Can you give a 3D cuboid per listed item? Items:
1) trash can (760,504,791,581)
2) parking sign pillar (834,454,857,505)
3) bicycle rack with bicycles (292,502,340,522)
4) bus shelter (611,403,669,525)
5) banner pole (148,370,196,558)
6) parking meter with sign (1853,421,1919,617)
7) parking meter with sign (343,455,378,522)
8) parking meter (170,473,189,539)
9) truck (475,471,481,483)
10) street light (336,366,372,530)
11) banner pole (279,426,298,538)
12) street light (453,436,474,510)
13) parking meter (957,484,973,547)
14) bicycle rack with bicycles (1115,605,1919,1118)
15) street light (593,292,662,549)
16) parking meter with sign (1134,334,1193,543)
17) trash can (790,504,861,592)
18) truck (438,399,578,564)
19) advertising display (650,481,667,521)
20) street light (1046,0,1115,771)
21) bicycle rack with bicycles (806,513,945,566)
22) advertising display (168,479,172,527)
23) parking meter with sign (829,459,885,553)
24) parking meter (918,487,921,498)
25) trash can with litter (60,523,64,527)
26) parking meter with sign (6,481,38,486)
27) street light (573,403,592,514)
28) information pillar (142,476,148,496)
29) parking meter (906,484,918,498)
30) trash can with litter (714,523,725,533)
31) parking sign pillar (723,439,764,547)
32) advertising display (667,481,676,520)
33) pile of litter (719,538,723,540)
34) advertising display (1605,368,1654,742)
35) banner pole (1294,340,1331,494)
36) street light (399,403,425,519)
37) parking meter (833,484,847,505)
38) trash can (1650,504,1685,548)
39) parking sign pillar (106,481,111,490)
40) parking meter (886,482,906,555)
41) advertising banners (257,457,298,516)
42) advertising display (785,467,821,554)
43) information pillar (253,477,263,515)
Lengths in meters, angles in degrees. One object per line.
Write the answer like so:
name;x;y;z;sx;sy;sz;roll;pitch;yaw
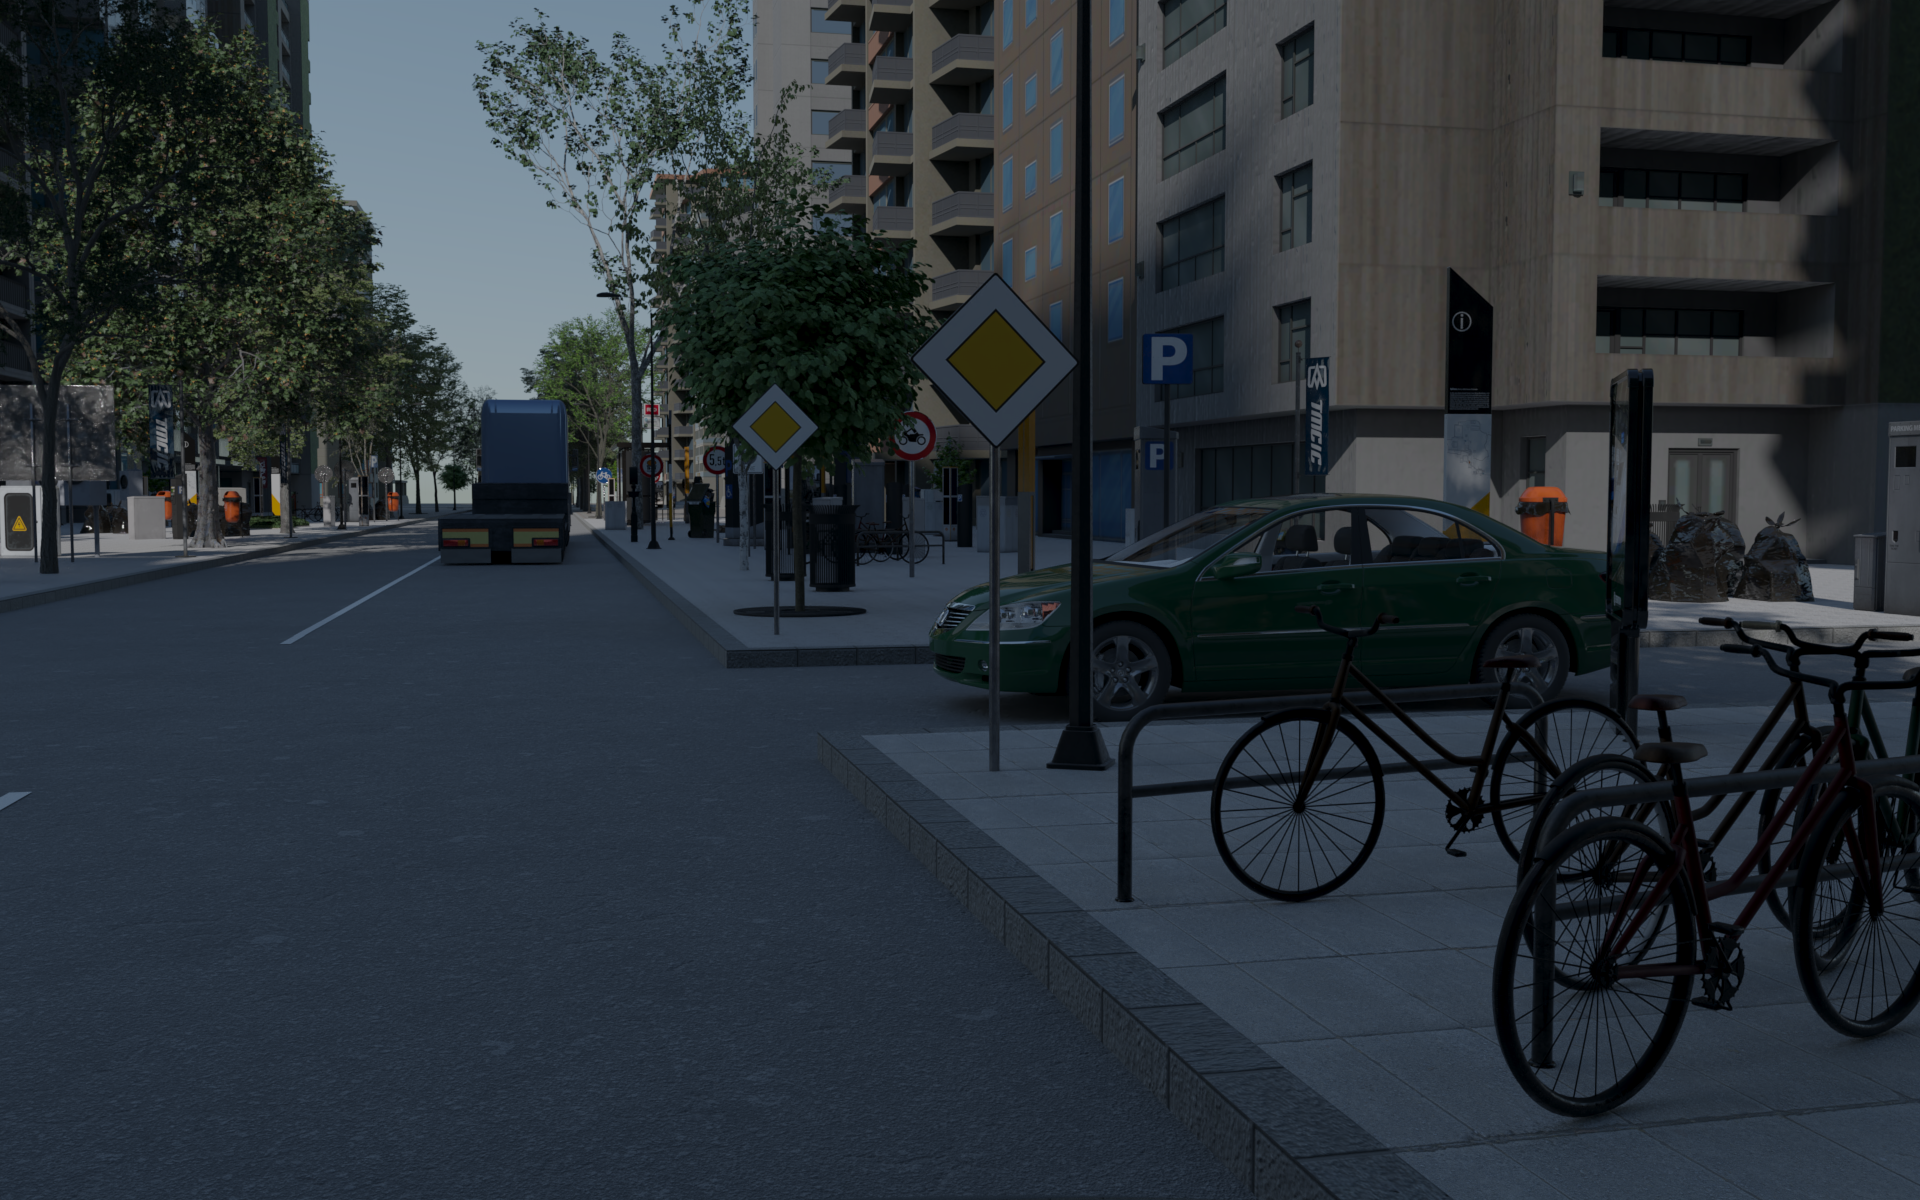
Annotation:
trash can;-2.583;-0.858;25.686;0.748;1.137;0.748;0;3;0
parking sign pillar;-3.608;-4.112;55.708;1.447;3.967;1.447;1;4;20
bicycle rack with bicycles;-29.470;-4.113;80.631;2.925;0.926;2.852;-1;4;-15
bus shelter;-13.734;-5.896;74.036;2.179;5.291;8.768;-1;4;-13
banner pole;-15.895;-2.745;34.895;0.863;3.779;0.401;-3;5;-40
parking meter with sign;10.211;-1.346;18.274;0.543;3.016;1.738;-1;4;-13
parking meter with sign;-27.312;-5.034;78.563;1.738;3.016;0.543;1;4;16
parking meter;-22.103;-2.650;49.038;0.255;1.863;0.399;3;4;38
truck;-37.770;-9.262;140.339;2.839;4.237;11.283;-1;4;-15
street light;-21.801;-5.501;62.490;1.470;5.913;1.316;-1;4;-13
banner pole;-19.717;-3.709;50.666;0.401;3.779;0.863;-3;5;-45
street light;-39.414;-10.047;136.803;1.470;5.913;1.316;-1;4;-13
parking meter;0.118;-2.042;41.796;0.372;1.533;0.369;0;3;0
bicycle rack with bicycles;1.901;0.513;4.996;2.925;0.926;2.852;-2;4;-25
street light;-7.673;-4.133;40.118;1.470;5.913;1.316;-1;4;-13
parking meter with sign;2.251;-1.435;19.728;0.543;3.016;1.738;0;4;0
trash can;-1.684;-0.686;22.864;0.748;1.137;0.748;0;3;0
truck;-11.169;-3.299;43.695;2.967;4.110;18.799;-1;4;-12
advertising display;-14.702;-4.767;83.150;0.974;1.923;0.123;0;4;5
street light;0.044;-2.162;7.888;1.470;5.913;1.316;-1;4;-13
bicycle rack with bicycles;-1.710;-1.140;32.014;2.925;0.926;2.852;-2;4;-29
advertising display;-29.977;-3.765;66.768;0.123;1.923;0.974;3;5;42
parking meter with sign;-1.982;-2.533;37.677;1.738;3.016;0.543;-1;4;-9
parking meter;-1.285;-2.464;48.705;0.372;1.533;0.369;0;3;0
trash can with litter;-35.185;-3.384;66.718;0.624;1.170;1.055;2;4;33
parking meter with sign;-25.137;-3.068;46.421;1.738;3.016;0.543;0;4;-2
street light;-19.083;-7.107;88.742;1.470;5.913;1.316;-1;4;-13
information pillar;-33.944;-4.127;71.961;0.304;2.012;0.304;2;4;34
parking meter;-1.324;-2.065;42.177;0.372;1.533;0.369;0;3;0
trash can with litter;-7.638;-2.820;57.493;0.624;1.170;1.055;3;4;38
parking sign pillar;-5.169;-3.332;42.953;1.447;3.967;1.447;-3;4;-36
advertising display;-14.359;-4.943;86.032;0.123;1.923;0.974;1;4;12
pile of litter;-6.069;-2.149;49.108;1.719;0.858;1.176;0;4;-4
advertising display;3.588;-0.251;9.319;0.123;1.923;0.974;1;4;15
banner pole;5.645;-2.327;28.056;0.401;3.779;0.863;-3;5;-40
street light;-27.909;-7.069;88.125;1.470;5.913;1.316;-1;4;-13
parking meter;-3.111;-2.241;45.052;0.372;1.533;0.369;0;3;0
trash can;10.096;-0.823;25.113;0.748;1.137;0.748;0;3;0
parking sign pillar;-36.465;-5.217;73.767;1.447;3.967;1.447;-2;4;-26
parking meter;-1.390;-1.734;36.769;0.372;1.533;0.369;0;3;0
advertising banners;-32.470;-5.274;82.413;0.090;3.025;2.074;3;4;37
advertising display;-3.333;-1.935;36.846;0.123;1.923;0.974;3;5;40
information pillar;-30.702;-4.361;75.792;0.304;2.012;0.304;0;4;-1
